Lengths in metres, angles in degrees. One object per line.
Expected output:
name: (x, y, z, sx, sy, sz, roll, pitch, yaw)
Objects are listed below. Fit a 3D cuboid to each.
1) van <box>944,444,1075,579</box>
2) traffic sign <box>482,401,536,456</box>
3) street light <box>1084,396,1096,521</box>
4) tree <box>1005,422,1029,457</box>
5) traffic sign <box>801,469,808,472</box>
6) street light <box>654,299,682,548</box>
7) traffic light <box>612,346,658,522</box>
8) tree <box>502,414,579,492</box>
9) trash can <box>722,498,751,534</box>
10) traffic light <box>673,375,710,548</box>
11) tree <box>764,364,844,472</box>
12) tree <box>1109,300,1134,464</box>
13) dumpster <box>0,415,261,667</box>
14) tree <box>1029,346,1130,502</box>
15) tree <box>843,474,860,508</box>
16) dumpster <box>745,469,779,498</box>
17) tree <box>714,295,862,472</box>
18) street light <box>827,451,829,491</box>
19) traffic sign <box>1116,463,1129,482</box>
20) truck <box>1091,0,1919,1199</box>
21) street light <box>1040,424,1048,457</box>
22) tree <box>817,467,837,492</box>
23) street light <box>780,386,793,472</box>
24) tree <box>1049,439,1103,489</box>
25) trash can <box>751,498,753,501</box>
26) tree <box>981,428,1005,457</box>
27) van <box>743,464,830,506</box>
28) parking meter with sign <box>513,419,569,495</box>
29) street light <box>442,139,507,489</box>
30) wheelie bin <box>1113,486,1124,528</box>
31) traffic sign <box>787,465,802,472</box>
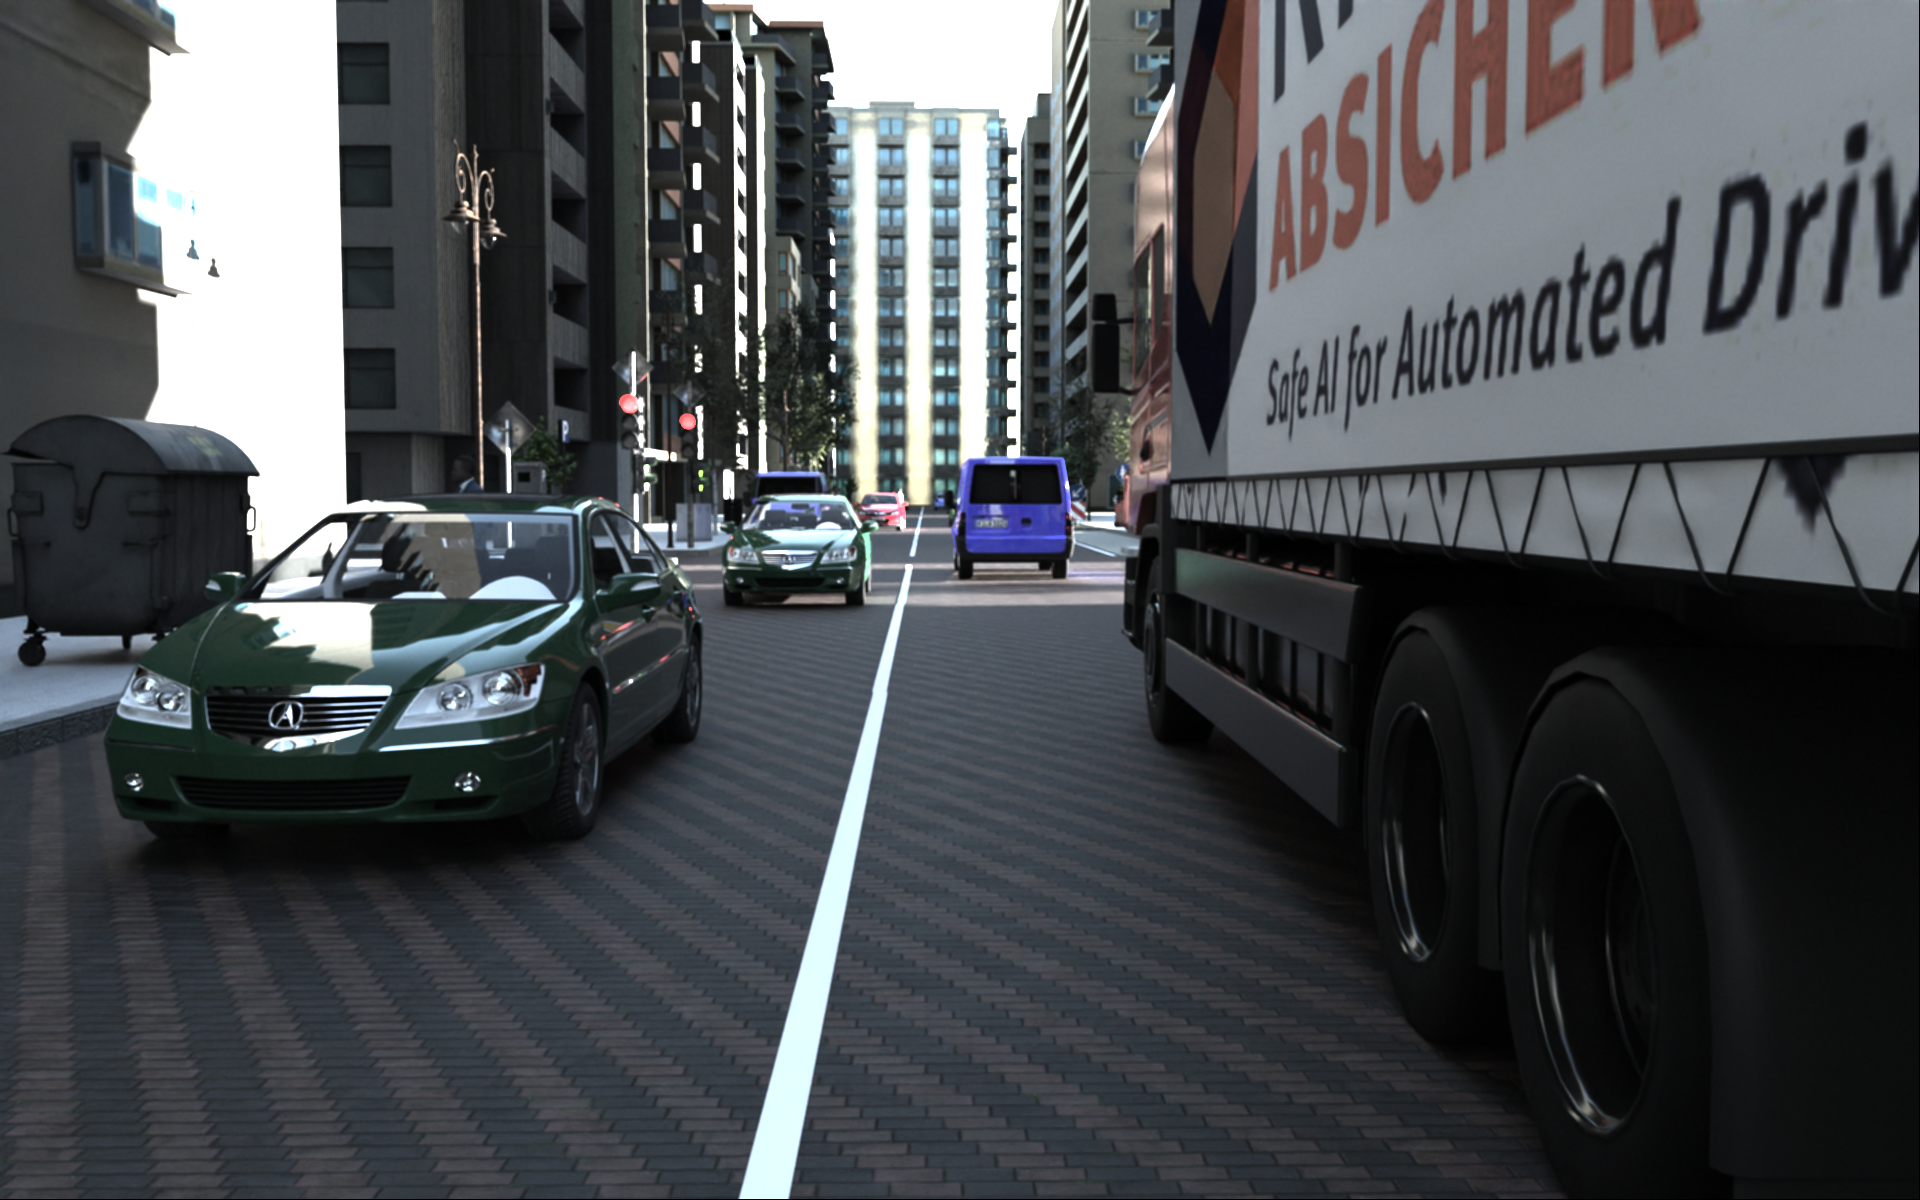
van: (0.856, -1.624, 30.932, 2.240, 2.365, 5.245, 0, 4, -1)
traffic sign: (-6.412, -1.519, 24.563, 0.795, 2.593, 0.064, 0, 4, 4)
street light: (6.139, -6.691, 82.191, 0.468, 5.910, 1.993, 0, 4, -1)
tree: (6.094, -10.889, 128.400, 4.360, 8.622, 3.978, 0, 3, 0)
traffic sign: (-7.940, -5.337, 87.369, 0.768, 2.556, 0.104, 1, 4, 8)
street light: (-6.925, -4.187, 41.239, 0.468, 5.910, 1.993, 0, 4, -1)
traffic light: (-6.215, -2.697, 33.022, 0.839, 4.253, 0.868, 0, 4, -1)
tree: (-10.062, -2.906, 42.119, 1.663, 3.219, 1.824, 0, 3, 0)
trash can: (-7.347, -2.718, 56.089, 0.748, 1.137, 0.748, 0, 3, 0)
traffic light: (-6.371, -3.186, 41.006, 0.839, 4.253, 0.868, 0, 4, -1)
tree: (-8.482, -8.678, 92.247, 4.737, 8.622, 4.395, 0, 3, 0)
tree: (7.208, -6.537, 57.242, 4.737, 8.622, 4.395, 0, 3, 0)
dumpster: (-6.434, -0.477, 13.554, 1.264, 1.857, 1.865, 0, 4, -1)
tree: (6.320, -8.369, 87.202, 4.360, 8.622, 3.978, 0, 3, 0)
tree: (-10.334, -10.433, 165.178, 1.663, 3.219, 1.824, 0, 3, 0)
dumpster: (-7.347, -3.868, 65.738, 1.502, 2.255, 1.985, 0, 4, -1)
tree: (-8.035, -8.958, 80.873, 7.601, 10.594, 8.767, 0, 4, 8)
street light: (-8.140, -8.208, 106.985, 0.468, 5.910, 1.993, 0, 4, -1)
traffic sign: (6.796, -4.359, 71.378, 0.768, 2.556, 0.104, 1, 4, 8)
truck: (2.320, -1.082, 6.597, 2.839, 4.237, 11.283, 0, 4, -1)
street light: (5.528, -8.692, 114.908, 0.468, 5.910, 1.993, 0, 4, -1)
tree: (-9.663, -7.712, 120.694, 1.663, 3.219, 1.824, 0, 3, 0)
street light: (-7.477, -6.221, 74.497, 0.468, 5.910, 1.993, 0, 4, -1)
tree: (6.814, -7.765, 110.675, 4.285, 4.588, 4.351, 0, 3, 0)
trash can: (-7.559, -3.170, 63.483, 0.748, 1.137, 0.748, 0, 3, 0)
tree: (4.498, -14.877, 193.599, 4.360, 8.622, 3.978, 0, 3, 0)
van: (-4.507, -2.559, 46.216, 2.240, 2.365, 5.245, 0, 4, -2)
parking meter with sign: (-10.074, -2.710, 40.575, 1.738, 3.016, 0.543, 0, 4, 5)
street light: (-6.428, -3.077, 23.092, 0.468, 5.910, 1.993, 0, 4, -1)
wheelie bin: (6.357, -3.583, 66.496, 0.980, 1.594, 0.693, -3, 4, -37)
traffic sign: (-7.342, -4.671, 76.479, 0.768, 2.556, 0.104, 0, 4, 4)
